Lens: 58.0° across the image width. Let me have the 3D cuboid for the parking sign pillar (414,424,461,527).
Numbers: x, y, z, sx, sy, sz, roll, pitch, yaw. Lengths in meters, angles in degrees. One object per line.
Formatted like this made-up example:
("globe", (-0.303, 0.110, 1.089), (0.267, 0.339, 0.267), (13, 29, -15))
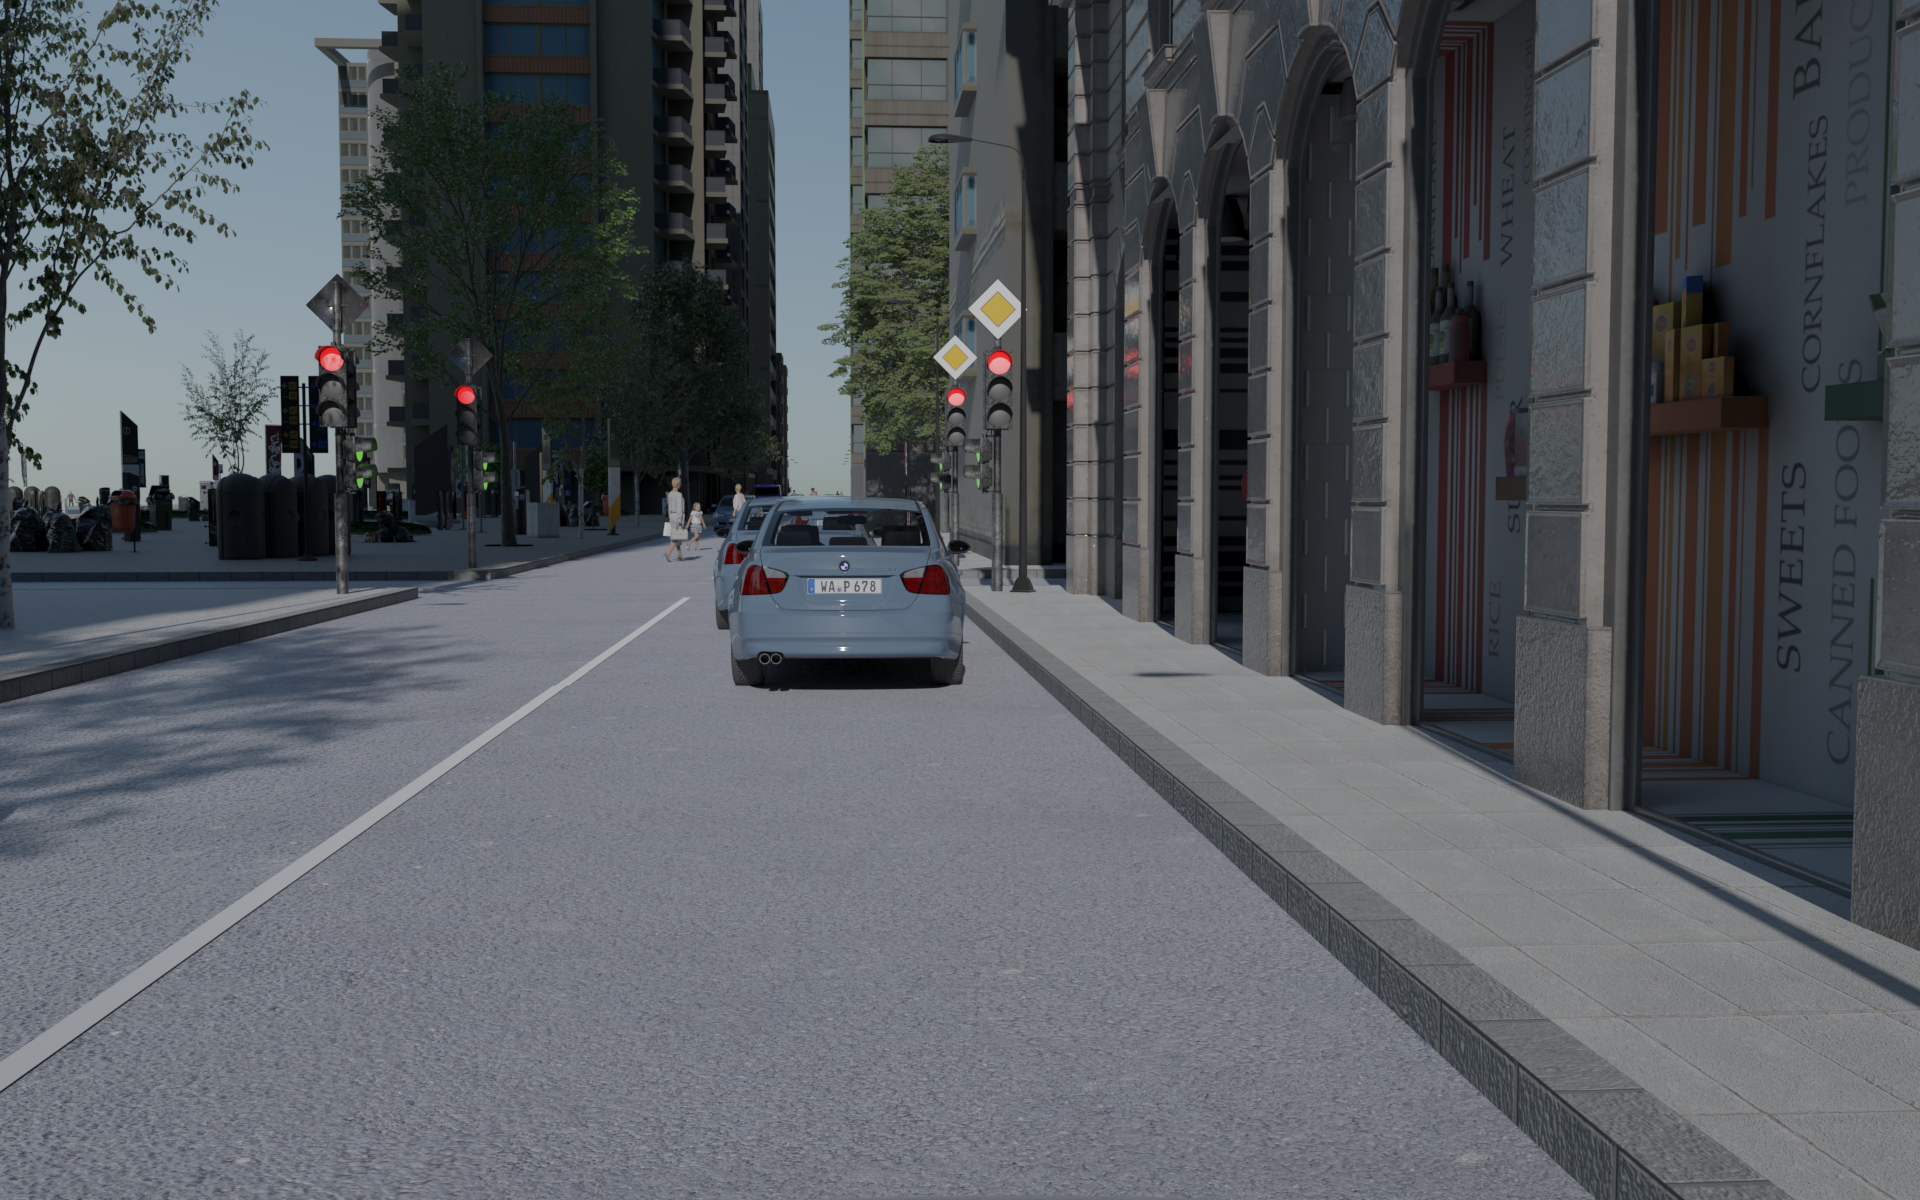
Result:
("parking sign pillar", (-20.466, -4.817, 67.224), (1.447, 3.967, 1.447), (0, 4, 6))

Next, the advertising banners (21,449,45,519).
("advertising banners", (-35.839, -4.328, 66.946), (2.074, 3.025, 0.090), (3, 5, 41))

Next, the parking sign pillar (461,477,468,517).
("parking sign pillar", (-22.536, -5.322, 75.490), (1.447, 3.967, 1.447), (0, 4, 1))

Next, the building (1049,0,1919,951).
("building", (8.075, -10.349, 11.012), (13.314, 21.916, 24.055), (0, 4, -4))

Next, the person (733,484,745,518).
("person", (-6.665, -2.712, 53.505), (0.598, 1.740, 0.731), (1, 4, 11))

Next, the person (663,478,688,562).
("person", (-6.053, -1.702, 36.677), (0.624, 1.780, 0.694), (-2, 4, -30))

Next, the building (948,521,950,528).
("building", (2.934, -23.751, 71.928), (14.154, 41.232, 14.086), (0, 4, -4))

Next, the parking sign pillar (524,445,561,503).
("parking sign pillar", (-20.937, -5.968, 86.042), (1.447, 3.967, 1.447), (1, 4, 12))

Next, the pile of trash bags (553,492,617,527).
("pile of trash bags", (-14.774, -3.575, 68.212), (3.447, 1.369, 1.912), (2, 4, 35))

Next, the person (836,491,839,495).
("person", (-17.588, -14.690, 248.309), (1.348, 1.869, 0.705), (-3, 5, -43))

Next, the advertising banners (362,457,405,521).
("advertising banners", (-27.540, -5.280, 82.513), (2.074, 3.025, 0.090), (-2, 4, -35))

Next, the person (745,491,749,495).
("person", (-12.791, -5.718, 103.803), (0.330, 1.601, 0.589), (0, 3, 0))

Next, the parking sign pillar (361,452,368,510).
("parking sign pillar", (-35.506, -6.997, 102.872), (1.447, 3.967, 1.447), (-1, 4, -10))

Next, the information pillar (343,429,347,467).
("information pillar", (-21.969, -4.295, 61.573), (0.183, 3.616, 0.504), (1, 4, 17))

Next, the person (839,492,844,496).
("person", (-15.516, -13.323, 226.863), (0.617, 1.759, 0.750), (1, 4, 9))

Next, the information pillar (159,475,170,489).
("information pillar", (-30.669, -3.810, 66.790), (0.304, 2.012, 0.304), (-3, 4, -39))

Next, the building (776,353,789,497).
("building", (-36.584, -23.241, 225.022), (27.650, 21.520, 28.899), (0, 4, -4))

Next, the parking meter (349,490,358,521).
("parking meter", (-24.417, -3.918, 69.770), (0.255, 1.863, 0.399), (-3, 5, -42))

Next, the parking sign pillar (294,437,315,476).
("parking sign pillar", (-30.993, -5.715, 81.914), (1.447, 3.967, 1.447), (3, 5, 44))

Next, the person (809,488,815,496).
("person", (-8.424, -5.483, 98.418), (0.850, 1.792, 0.678), (0, 4, 3))

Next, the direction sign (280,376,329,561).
("direction sign", (-12.543, -2.520, 33.192), (0.876, 3.537, 0.379), (0, 4, -2))

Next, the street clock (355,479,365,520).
("street clock", (-23.875, -3.930, 68.820), (0.471, 2.002, 0.358), (3, 4, 37))

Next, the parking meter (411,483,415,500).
("parking meter", (-25.512, -4.623, 81.300), (0.399, 1.863, 0.255), (0, 4, 5))

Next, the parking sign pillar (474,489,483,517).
("parking sign pillar", (-27.763, -6.699, 97.997), (1.447, 3.967, 1.447), (1, 4, 10))

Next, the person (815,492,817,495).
("person", (-17.567, -12.456, 212.879), (0.721, 1.743, 1.217), (1, 4, 18))

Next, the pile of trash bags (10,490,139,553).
("pile of trash bags", (-19.563, -1.760, 38.526), (3.447, 1.369, 1.912), (2, 4, 25))

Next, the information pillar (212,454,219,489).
("information pillar", (-43.672, -6.745, 101.640), (0.183, 3.616, 0.504), (1, 4, 14))

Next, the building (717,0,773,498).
("building", (-36.267, -49.544, 248.302), (20.563, 71.187, 20.611), (0, 4, -4))

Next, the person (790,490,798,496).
("person", (-14.682, -8.865, 153.426), (1.348, 1.826, 0.705), (1, 4, 13))

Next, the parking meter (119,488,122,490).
("parking meter", (-32.036, -3.549, 66.435), (0.372, 1.533, 0.369), (0, 3, 0))

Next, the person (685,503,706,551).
("person", (-6.674, -1.854, 43.821), (0.382, 1.210, 0.505), (3, 4, 39))

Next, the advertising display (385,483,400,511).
("advertising display", (-33.522, -5.942, 102.360), (0.974, 1.923, 0.123), (1, 4, 17))

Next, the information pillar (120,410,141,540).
("information pillar", (-23.379, -3.512, 48.777), (0.183, 3.616, 0.504), (3, 4, 36))

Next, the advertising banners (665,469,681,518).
("advertising banners", (-15.425, -5.939, 93.295), (0.090, 3.025, 2.074), (-2, 4, -35))

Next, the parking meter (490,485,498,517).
("parking meter", (-26.222, -5.615, 97.521), (0.399, 1.863, 0.255), (1, 4, 22))

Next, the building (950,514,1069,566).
("building", (10.508, -25.519, 40.943), (21.600, 48.544, 21.300), (0, 4, -4))

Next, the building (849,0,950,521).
("building", (0.716, -25.385, 98.642), (14.154, 41.232, 14.086), (0, 4, -4))

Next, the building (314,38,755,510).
("building", (-33.638, -27.661, 144.139), (32.217, 40.220, 23.993), (0, 4, -4))

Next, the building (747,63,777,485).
("building", (-32.164, -35.169, 198.721), (21.300, 48.544, 21.600), (0, 4, -4))

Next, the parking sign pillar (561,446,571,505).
("parking sign pillar", (-22.081, -6.604, 96.443), (1.447, 3.967, 1.447), (-2, 4, -33))

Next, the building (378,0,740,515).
("building", (-26.674, -28.344, 118.052), (22.147, 44.769, 28.867), (0, 4, -4))

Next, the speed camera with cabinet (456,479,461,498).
("speed camera with cabinet", (-30.493, -6.681, 103.565), (2.038, 3.252, 0.660), (-1, 4, -15))

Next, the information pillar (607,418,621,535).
("information pillar", (-10.769, -3.824, 53.881), (0.183, 3.616, 0.504), (2, 4, 28))

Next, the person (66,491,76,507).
("person", (-92.848, -10.509, 180.874), (0.990, 1.755, 0.434), (0, 4, -4))

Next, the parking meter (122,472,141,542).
("parking meter", (-22.352, -2.510, 46.746), (0.255, 1.863, 0.399), (1, 4, 18))

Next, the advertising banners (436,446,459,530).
("advertising banners", (-18.483, -4.045, 62.319), (0.090, 3.025, 2.074), (0, 4, 1))

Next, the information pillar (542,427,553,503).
("information pillar", (-14.434, -4.235, 60.590), (0.504, 3.616, 0.183), (3, 5, 42))

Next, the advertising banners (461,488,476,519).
("advertising banners", (-25.240, -5.634, 88.307), (2.074, 3.025, 0.090), (1, 4, 14))

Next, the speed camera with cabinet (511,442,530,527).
("speed camera with cabinet", (-17.019, -4.399, 66.263), (0.660, 3.252, 2.038), (0, 4, 1))

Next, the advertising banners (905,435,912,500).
("advertising banners", (-1.503, -3.312, 50.346), (0.090, 3.025, 2.074), (0, 4, -5))

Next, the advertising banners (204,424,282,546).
("advertising banners", (-17.753, -2.867, 43.067), (0.090, 3.025, 2.074), (3, 5, 44))

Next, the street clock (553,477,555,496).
("street clock", (-17.419, -4.228, 73.690), (0.358, 2.002, 0.471), (1, 4, 8))

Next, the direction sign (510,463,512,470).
("direction sign", (-23.531, -6.018, 90.383), (0.379, 3.537, 0.876), (-2, 4, -30))
